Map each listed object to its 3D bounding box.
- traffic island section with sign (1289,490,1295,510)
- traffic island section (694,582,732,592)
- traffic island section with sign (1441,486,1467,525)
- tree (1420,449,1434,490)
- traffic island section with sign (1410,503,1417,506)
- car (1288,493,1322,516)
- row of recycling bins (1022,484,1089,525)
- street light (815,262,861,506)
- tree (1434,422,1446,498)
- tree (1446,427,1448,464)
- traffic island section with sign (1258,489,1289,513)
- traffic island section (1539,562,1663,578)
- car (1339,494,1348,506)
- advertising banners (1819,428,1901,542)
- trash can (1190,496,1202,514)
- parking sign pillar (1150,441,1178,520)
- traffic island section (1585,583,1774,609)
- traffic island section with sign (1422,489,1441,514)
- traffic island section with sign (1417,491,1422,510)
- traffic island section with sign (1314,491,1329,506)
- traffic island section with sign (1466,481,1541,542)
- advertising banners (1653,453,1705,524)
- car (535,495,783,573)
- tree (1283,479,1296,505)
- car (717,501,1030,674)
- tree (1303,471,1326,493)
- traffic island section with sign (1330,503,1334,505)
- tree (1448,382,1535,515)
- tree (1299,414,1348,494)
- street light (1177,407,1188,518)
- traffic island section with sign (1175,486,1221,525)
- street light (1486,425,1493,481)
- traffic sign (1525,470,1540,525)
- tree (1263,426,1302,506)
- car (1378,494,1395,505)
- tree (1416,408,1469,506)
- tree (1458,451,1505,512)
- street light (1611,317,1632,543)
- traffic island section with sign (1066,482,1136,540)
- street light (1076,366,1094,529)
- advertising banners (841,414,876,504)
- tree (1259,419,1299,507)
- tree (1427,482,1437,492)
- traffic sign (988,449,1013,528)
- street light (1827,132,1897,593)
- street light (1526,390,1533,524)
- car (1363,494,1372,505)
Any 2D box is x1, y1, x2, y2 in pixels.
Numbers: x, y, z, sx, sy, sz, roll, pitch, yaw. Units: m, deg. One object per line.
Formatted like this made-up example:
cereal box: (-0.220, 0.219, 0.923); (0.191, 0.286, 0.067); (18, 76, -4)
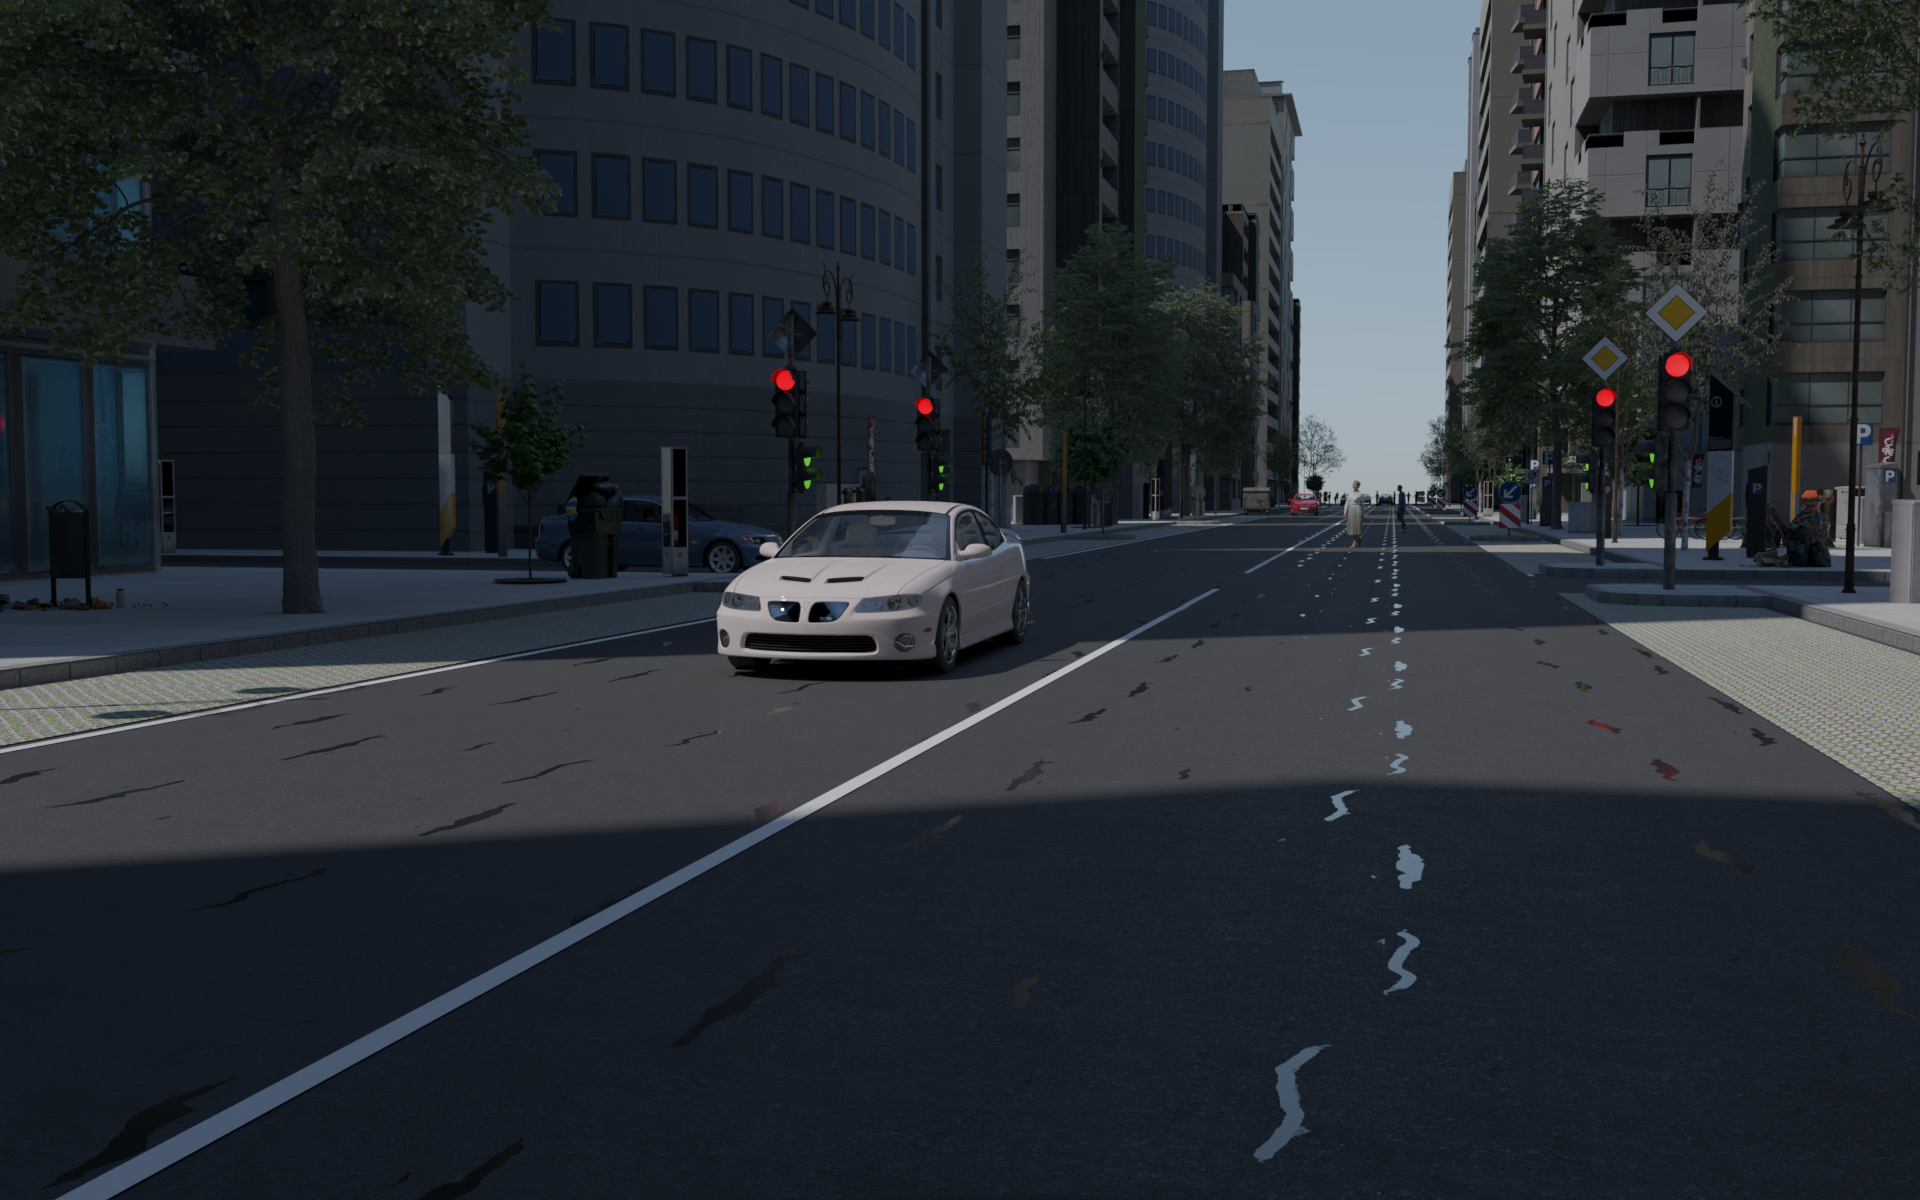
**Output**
traffic island section with sign: (30.135, -9.085, 157.172); (1.989, 1.847, 2.006); (1, 4, 14)
traffic island section: (-2.565, -0.246, 26.310); (2.009, 0.180, 2.903); (1, 4, 14)
traffic island section with sign: (23.273, -4.334, 79.488); (1.989, 1.847, 2.006); (1, 4, 14)
tree: (59.372, -16.103, 213.646); (4.360, 8.622, 3.978); (0, 3, 0)
traffic island section with sign: (55.204, -12.150, 207.271); (1.989, 1.847, 2.006); (1, 4, 14)
car: (22.949, -6.492, 115.189); (2.155, 1.783, 4.494); (1, 4, 12)
row of recycling bins: (3.984, -4.017, 72.784); (3.534, 1.692, 1.069); (-3, 5, -42)
street light: (-2.426, -3.782, 34.623); (0.468, 5.910, 1.993); (1, 4, 14)
tree: (39.072, -11.207, 133.593); (4.360, 8.622, 3.978); (0, 3, 0)
tree: (34.913, -10.123, 115.871); (4.360, 8.622, 3.978); (0, 3, 0)
traffic island section with sign: (23.534, -7.467, 130.714); (1.989, 1.847, 2.006); (1, 4, 14)
traffic island section: (11.490, -0.536, 31.037); (2.009, 0.180, 2.903); (1, 4, 14)
car: (47.169, -12.288, 210.694); (2.009, 1.686, 4.222); (1, 4, 15)
advertising banners: (23.785, -3.041, 45.911); (2.074, 3.025, 0.090); (0, 4, 8)
trash can: (14.442, -5.758, 105.797); (0.748, 1.137, 0.748); (0, 3, 0)
parking sign pillar: (10.343, -6.068, 87.681); (1.447, 3.967, 1.447); (2, 4, 25)
traffic island section: (9.554, -0.062, 23.289); (2.009, 0.180, 2.903); (1, 4, 14)
traffic island section with sign: (35.117, -7.235, 126.925); (1.989, 1.847, 2.006); (1, 4, 14)
traffic island section with sign: (41.842, -8.881, 153.834); (1.989, 1.847, 2.006); (1, 4, 14)
traffic island section with sign: (43.561, -12.373, 210.923); (1.989, 1.847, 2.006); (1, 4, 14)
traffic island section with sign: (16.609, -2.702, 52.812); (1.989, 1.847, 2.006); (1, 4, 14)
advertising banners: (31.072, -4.809, 74.809); (2.074, 3.025, 0.090); (0, 4, 7)
car: (-5.353, -1.168, 31.095); (4.499, 1.417, 2.014); (1, 4, 14)
tree: (38.835, -12.900, 205.513); (1.663, 3.219, 1.824); (0, 3, 0)
car: (-0.613, -0.191, 15.481); (2.083, 1.381, 4.827); (1, 4, 14)
tree: (51.519, -16.372, 251.392); (4.285, 4.588, 4.351); (0, 3, 0)
traffic island section with sign: (50.182, -13.992, 237.392); (1.989, 1.847, 2.006); (1, 4, 14)
tree: (33.278, -9.622, 107.683); (4.360, 8.622, 3.978); (0, 3, 0)
tree: (53.426, -21.509, 262.034); (12.009, 13.543, 11.850); (0, 3, 0)
street light: (11.692, -7.238, 91.124); (0.468, 5.910, 1.993); (1, 4, 14)
traffic island section with sign: (11.260, -4.466, 81.640); (1.989, 1.847, 2.006); (1, 4, 14)
street light: (31.374, -7.932, 102.478); (0.468, 5.910, 1.993); (1, 4, 14)
traffic sign: (23.672, -4.256, 71.718); (0.606, 2.300, 0.079); (1, 4, 15)
tree: (33.684, -14.190, 182.363); (4.737, 8.622, 4.395); (0, 3, 0)
car: (54.633, -12.863, 222.114); (2.131, 1.459, 4.920); (1, 4, 16)
tree: (53.217, -15.462, 187.223); (8.767, 10.594, 7.601); (3, 5, 45)
tree: (37.699, -8.660, 125.303); (4.285, 4.588, 4.351); (0, 3, 0)
street light: (17.187, -4.433, 45.274); (0.468, 5.910, 1.993); (1, 4, 14)
traffic island section with sign: (4.494, -2.808, 54.537); (1.989, 1.847, 2.006); (1, 4, 14)
street light: (4.518, -5.494, 62.620); (0.468, 5.910, 1.993); (1, 4, 14)
advertising banners: (-2.167, -2.532, 37.584); (0.090, 3.025, 2.074); (1, 4, 17)
tree: (31.681, -13.529, 171.566); (4.360, 8.622, 3.978); (0, 3, 0)
tree: (67.521, -15.467, 247.480); (1.663, 3.219, 1.824); (0, 3, 0)
traffic sign: (1.120, -2.970, 48.668); (0.768, 2.556, 0.104); (1, 4, 23)
street light: (11.540, -3.029, 22.308); (0.468, 5.910, 1.993); (1, 4, 14)
street light: (24.240, -6.174, 73.738); (0.468, 5.910, 1.993); (1, 4, 14)
car: (55.590, -13.835, 237.994); (2.131, 1.459, 4.920); (1, 4, 14)
